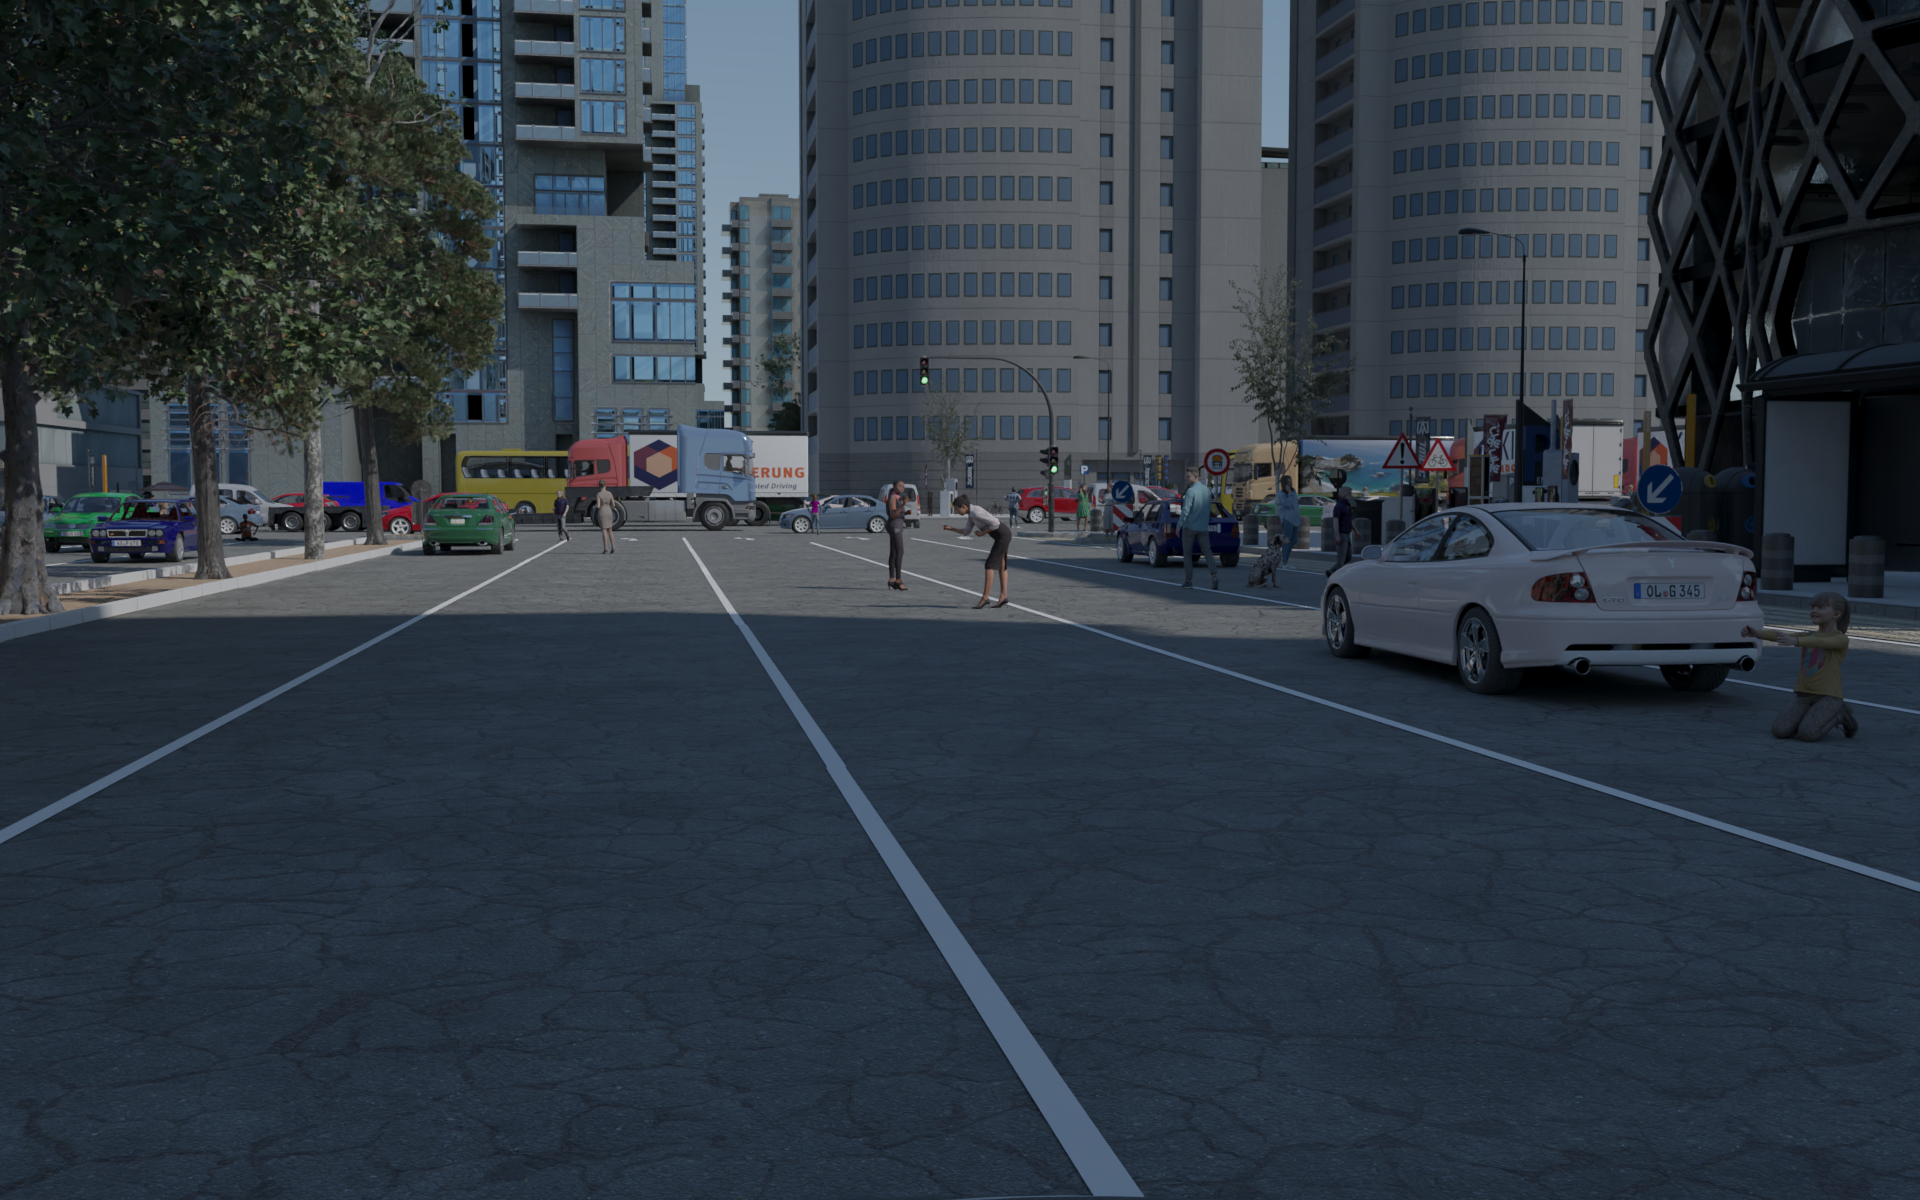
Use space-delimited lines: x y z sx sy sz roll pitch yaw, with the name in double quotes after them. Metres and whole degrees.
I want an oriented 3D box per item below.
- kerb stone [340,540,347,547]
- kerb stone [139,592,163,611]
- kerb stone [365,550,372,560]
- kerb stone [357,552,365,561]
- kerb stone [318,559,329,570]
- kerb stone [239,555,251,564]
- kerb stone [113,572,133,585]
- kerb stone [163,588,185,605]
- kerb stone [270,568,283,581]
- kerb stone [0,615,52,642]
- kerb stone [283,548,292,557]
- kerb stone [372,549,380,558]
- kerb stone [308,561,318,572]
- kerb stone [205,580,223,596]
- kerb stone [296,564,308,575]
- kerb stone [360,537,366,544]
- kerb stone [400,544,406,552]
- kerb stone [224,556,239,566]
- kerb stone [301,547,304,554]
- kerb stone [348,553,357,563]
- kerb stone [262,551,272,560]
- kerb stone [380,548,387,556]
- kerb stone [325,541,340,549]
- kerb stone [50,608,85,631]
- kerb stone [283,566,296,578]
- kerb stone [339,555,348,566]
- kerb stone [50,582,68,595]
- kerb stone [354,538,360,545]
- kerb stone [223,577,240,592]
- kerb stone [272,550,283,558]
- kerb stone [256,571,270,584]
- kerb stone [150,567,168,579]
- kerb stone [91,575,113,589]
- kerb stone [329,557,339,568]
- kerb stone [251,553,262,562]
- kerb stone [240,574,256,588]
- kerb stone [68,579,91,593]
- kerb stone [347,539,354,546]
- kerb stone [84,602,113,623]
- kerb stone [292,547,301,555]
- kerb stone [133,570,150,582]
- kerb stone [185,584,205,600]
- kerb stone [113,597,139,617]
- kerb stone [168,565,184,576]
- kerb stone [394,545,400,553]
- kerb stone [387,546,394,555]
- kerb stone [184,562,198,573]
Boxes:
-16.745 -1.496 46.694 0.120 0.150 1.000 -1 4 -10 "kerb stone"
-10.201 0.033 21.663 0.120 0.150 1.000 -1 4 -10 "kerb stone"
-13.074 -0.959 37.927 0.120 0.150 1.000 -1 4 -10 "kerb stone"
-12.893 -0.900 36.914 0.120 0.150 1.000 -1 4 -10 "kerb stone"
-12.171 -0.648 32.844 0.120 0.150 1.000 -1 4 -10 "kerb stone"
-14.773 -0.812 35.512 0.120 0.150 1.000 -1 4 -10 "kerb stone"
-13.342 -0.318 27.395 0.120 0.150 1.000 -1 4 -10 "kerb stone"
-10.385 -0.029 22.675 0.120 0.150 1.000 -1 4 -10 "kerb stone"
-11.456 -0.402 28.774 0.120 0.150 1.000 -1 4 -10 "kerb stone"
-9.491 0.281 17.605 0.120 0.150 1.000 -1 4 -10 "kerb stone"
-15.492 -1.063 39.575 0.120 0.150 1.000 -1 4 -10 "kerb stone"
-13.245 -1.024 38.940 0.120 0.150 1.000 -1 4 -10 "kerb stone"
-12.002 -0.581 31.831 0.120 0.150 1.000 -1 4 -10 "kerb stone"
-10.741 -0.154 24.713 0.120 0.150 1.000 -1 4 -10 "kerb stone"
-11.814 -0.527 30.811 0.120 0.150 1.000 -1 4 -10 "kerb stone"
-17.274 -1.680 49.745 0.120 0.150 1.000 -1 4 -10 "kerb stone"
-13.958 -1.271 42.997 0.120 0.150 1.000 -1 4 -10 "kerb stone"
-14.592 -0.752 34.492 0.120 0.150 1.000 -1 4 -10 "kerb stone"
-15.851 -1.188 41.614 0.120 0.150 1.000 -1 4 -10 "kerb stone"
-12.710 -0.838 35.900 0.120 0.150 1.000 -1 4 -10 "kerb stone"
-15.136 -0.939 37.548 0.120 0.150 1.000 -1 4 -10 "kerb stone"
-13.426 -1.083 39.952 0.120 0.150 1.000 -1 4 -10 "kerb stone"
-16.567 -1.436 45.681 0.120 0.150 1.000 -1 4 -10 "kerb stone"
-9.667 0.220 18.617 0.120 0.150 1.000 -1 4 -10 "kerb stone"
-11.637 -0.465 29.798 0.120 0.150 1.000 -1 4 -10 "kerb stone"
-12.533 -0.776 34.887 0.120 0.150 1.000 -1 4 -10 "kerb stone"
-12.812 -0.132 24.351 0.120 0.150 1.000 -1 4 -10 "kerb stone"
-17.104 -1.623 48.726 0.120 0.150 1.000 -1 4 -10 "kerb stone"
-10.916 -0.216 25.726 0.120 0.150 1.000 -1 4 -10 "kerb stone"
-15.306 -1.001 38.562 0.120 0.150 1.000 -1 4 -10 "kerb stone"
-11.271 -0.340 27.759 0.120 0.150 1.000 -1 4 -10 "kerb stone"
-13.695 -0.442 29.420 0.120 0.150 1.000 -1 4 -10 "kerb stone"
-13.167 -0.254 26.381 0.120 0.150 1.000 -1 4 -10 "kerb stone"
-12.351 -0.713 33.859 0.120 0.150 1.000 -1 4 -10 "kerb stone"
-14.950 -0.871 36.525 0.120 0.150 1.000 -1 4 -10 "kerb stone"
-11.088 -0.276 26.741 0.120 0.150 1.000 -1 4 -10 "kerb stone"
-12.987 -0.194 25.369 0.120 0.150 1.000 -1 4 -10 "kerb stone"
-16.924 -1.561 47.713 0.120 0.150 1.000 -1 4 -10 "kerb stone"
-9.850 0.156 19.637 0.120 0.150 1.000 -1 4 -10 "kerb stone"
-15.674 -1.122 40.593 0.120 0.150 1.000 -1 4 -10 "kerb stone"
-13.530 -0.379 28.406 0.120 0.150 1.000 -1 4 -10 "kerb stone"
-10.560 -0.091 23.688 0.120 0.150 1.000 -1 4 -10 "kerb stone"
-10.029 0.095 20.650 0.120 0.150 1.000 -1 4 -10 "kerb stone"
-13.878 -0.503 30.437 0.120 0.150 1.000 -1 4 -10 "kerb stone"
-13.783 -1.207 41.985 0.120 0.150 1.000 -1 4 -10 "kerb stone"
-13.594 -1.148 40.966 0.120 0.150 1.000 -1 4 -10 "kerb stone"
-14.055 -0.566 31.455 0.120 0.150 1.000 -1 4 -10 "kerb stone"
